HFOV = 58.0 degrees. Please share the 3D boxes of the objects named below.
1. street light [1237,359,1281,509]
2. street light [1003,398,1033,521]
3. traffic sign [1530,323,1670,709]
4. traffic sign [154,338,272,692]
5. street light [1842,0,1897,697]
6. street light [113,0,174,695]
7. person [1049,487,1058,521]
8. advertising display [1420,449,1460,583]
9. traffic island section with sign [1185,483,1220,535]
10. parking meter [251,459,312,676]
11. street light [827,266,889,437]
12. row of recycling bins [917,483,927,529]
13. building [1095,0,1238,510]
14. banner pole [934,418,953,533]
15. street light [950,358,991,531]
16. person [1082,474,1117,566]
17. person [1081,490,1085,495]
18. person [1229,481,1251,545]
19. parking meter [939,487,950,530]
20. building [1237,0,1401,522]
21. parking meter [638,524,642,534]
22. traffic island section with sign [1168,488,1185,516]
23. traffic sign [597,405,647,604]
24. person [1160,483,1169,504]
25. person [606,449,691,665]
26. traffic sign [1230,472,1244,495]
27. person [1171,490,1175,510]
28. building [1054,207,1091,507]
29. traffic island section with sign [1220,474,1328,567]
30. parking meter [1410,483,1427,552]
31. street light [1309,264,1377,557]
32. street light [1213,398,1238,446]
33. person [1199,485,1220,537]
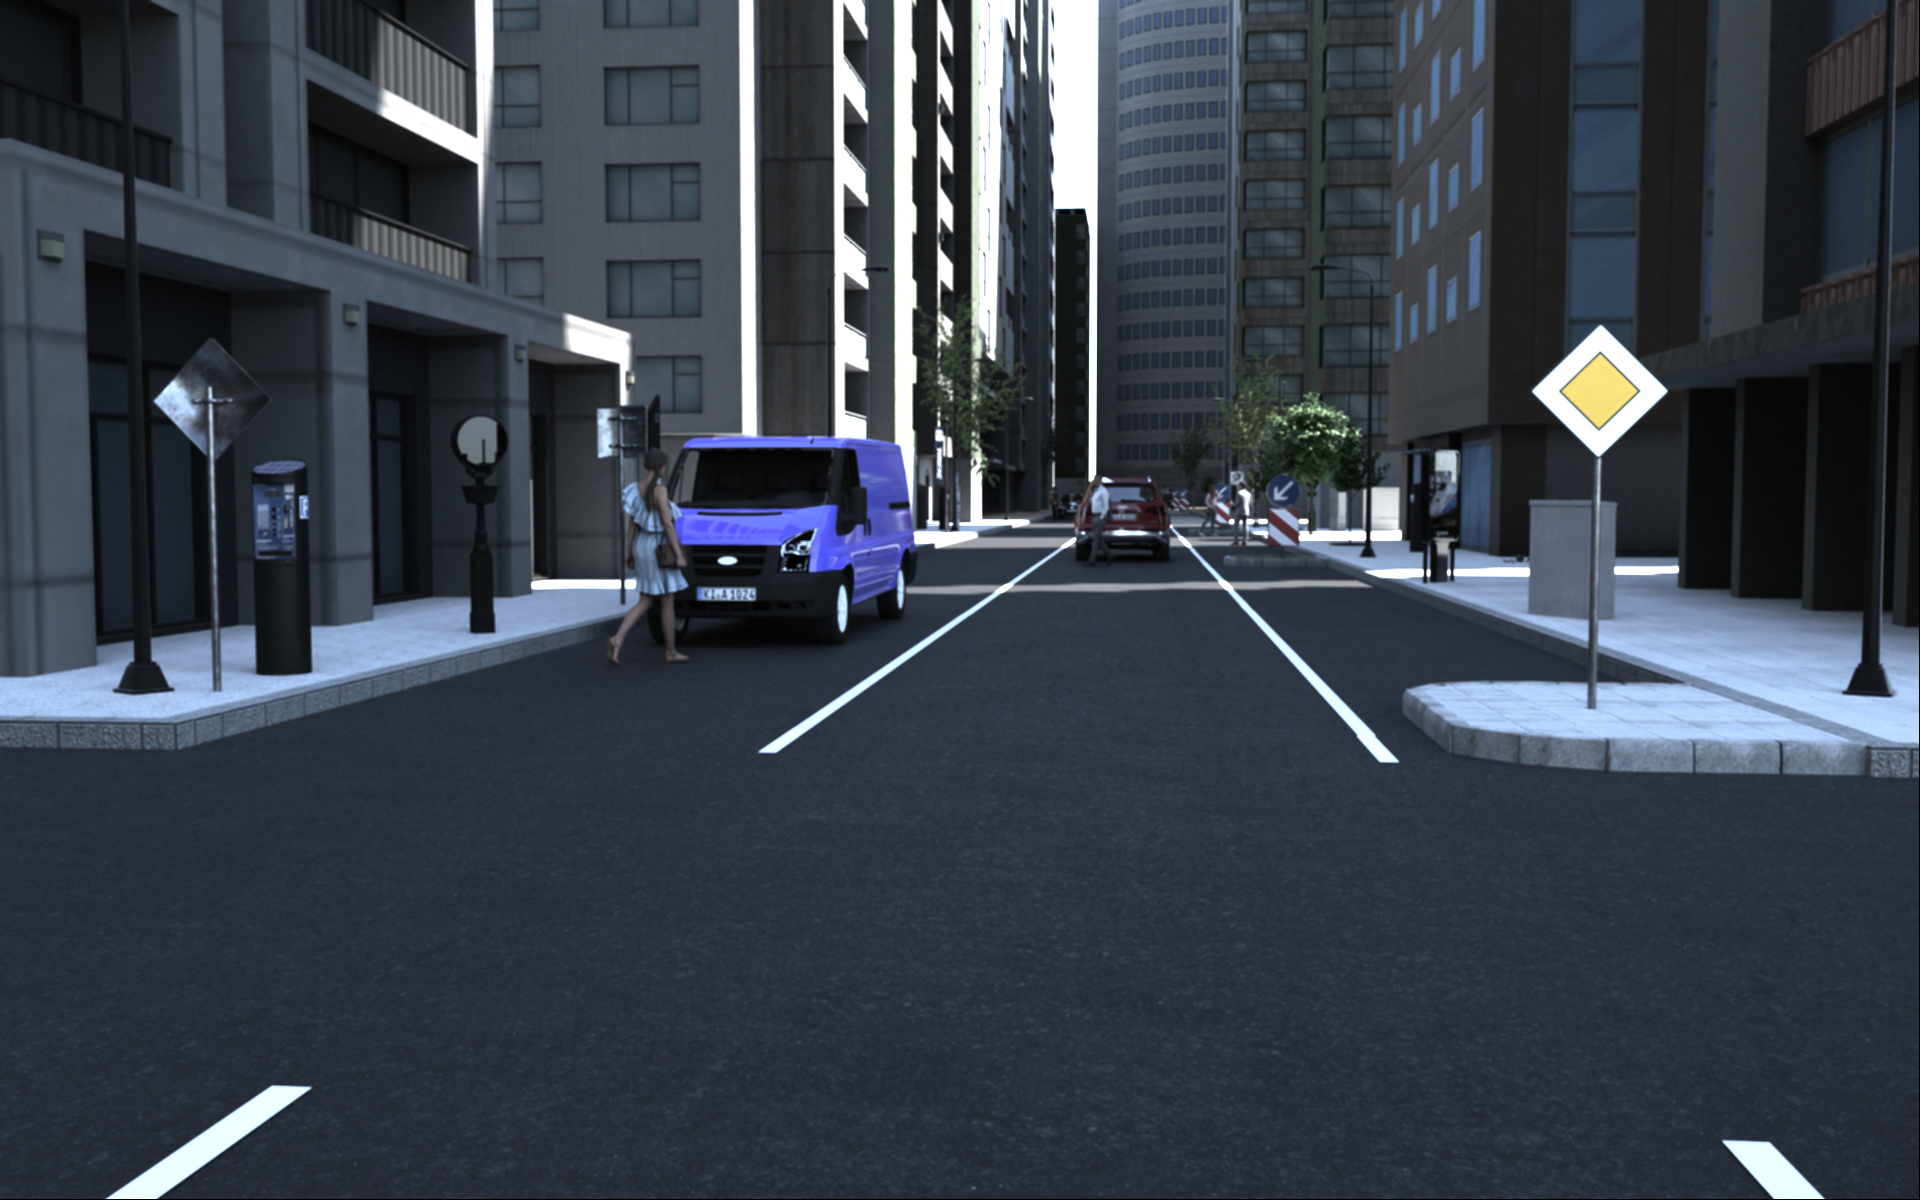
[{"bbox_3d":[10.411,-5.317,59.476,1.470,5.913,1.316,0,4,6],"label":"street light"},{"bbox_3d":[2.819,-6.801,83.734,1.470,5.913,1.316,0,4,6],"label":"street light"},{"bbox_3d":[3.771,-0.406,10.284,0.795,2.450,0.064,0,4,6],"label":"traffic sign"},{"bbox_3d":[-4.825,-0.462,11.195,0.795,2.450,0.064,0,4,6],"label":"traffic sign"},{"bbox_3d":[5.298,-2.352,10.991,1.470,5.913,1.316,0,4,6],"label":"street light"},{"bbox_3d":[-4.764,-2.353,11.006,1.470,5.913,1.316,0,4,6],"label":"street light"},{"bbox_3d":[5.007,-5.121,92.324,0.705,1.812,1.348,-1,4,-10],"label":"person"},{"bbox_3d":[6.977,-1.221,25.180,0.123,1.923,0.974,3,5,42],"label":"advertising display"},{"bbox_3d":[9.174,-3.257,61.884,1.989,1.847,2.006,0,4,6],"label":"traffic island section with sign"},{"bbox_3d":[-4.845,-0.242,12.374,0.372,1.533,0.369,0,3,0],"label":"parking meter"},{"bbox_3d":[-2.138,-3.846,35.427,1.470,5.913,1.316,0,4,6],"label":"street light"},{"bbox_3d":[-2.464,-3.396,62.645,1.069,1.692,3.534,3,5,40],"label":"row of recycling bins"},{"bbox_3d":[28.186,-38.921,178.351,28.212,58.520,21.231,0,4,6],"label":"building"},{"bbox_3d":[-0.581,-4.078,56.699,0.401,3.779,0.863,3,4,36],"label":"banner pole"},{"bbox_3d":[0.344,-5.310,59.366,1.470,5.913,1.316,0,4,6],"label":"street light"},{"bbox_3d":[2.760,-1.583,34.475,0.850,1.850,0.679,-2,4,-26],"label":"person"},{"bbox_3d":[9.533,-7.608,133.337,0.683,1.767,0.568,0,4,-4],"label":"person"},{"bbox_3d":[7.829,-2.434,48.492,0.606,1.804,0.583,-3,5,-43],"label":"person"},{"bbox_3d":[-0.567,-3.273,61.926,0.372,1.533,0.369,0,3,0],"label":"parking meter"},{"bbox_3d":[22.515,-19.855,96.330,14.160,30.474,14.107,0,4,6],"label":"building"},{"bbox_3d":[-7.417,-1.941,40.151,0.372,1.533,0.369,0,3,0],"label":"parking meter"},{"bbox_3d":[14.391,-6.335,112.210,1.989,1.847,2.006,0,4,6],"label":"traffic island section with sign"},{"bbox_3d":[-3.913,-1.097,20.059,0.606,2.300,0.079,1,4,12],"label":"traffic sign"},{"bbox_3d":[7.878,-3.571,66.687,0.447,1.846,0.655,-1,4,-13],"label":"person"},{"bbox_3d":[-2.566,-0.360,14.488,0.778,1.811,0.616,-3,5,-43],"label":"person"},{"bbox_3d":[12.374,-4.605,77.420,0.606,2.300,0.079,1,4,9],"label":"traffic sign"},{"bbox_3d":[18.600,-8.740,151.365,0.705,1.831,1.348,2,4,26],"label":"person"},{"bbox_3d":[6.262,-24.803,177.229,14.107,30.474,14.160,0,4,6],"label":"building"},{"bbox_3d":[6.376,-1.618,35.074,1.989,1.847,2.006,0,4,6],"label":"traffic island section with sign"},{"bbox_3d":[10.179,-1.835,38.415,0.372,1.533,0.369,0,3,0],"label":"parking meter"},{"bbox_3d":[7.763,-3.828,35.123,1.470,5.913,1.316,0,4,6],"label":"street light"},{"bbox_3d":[12.908,-6.808,83.846,1.470,5.913,1.316,0,4,6],"label":"street light"},{"bbox_3d":[8.416,-3.023,58.509,0.643,1.750,0.593,3,4,36],"label":"person"}]
